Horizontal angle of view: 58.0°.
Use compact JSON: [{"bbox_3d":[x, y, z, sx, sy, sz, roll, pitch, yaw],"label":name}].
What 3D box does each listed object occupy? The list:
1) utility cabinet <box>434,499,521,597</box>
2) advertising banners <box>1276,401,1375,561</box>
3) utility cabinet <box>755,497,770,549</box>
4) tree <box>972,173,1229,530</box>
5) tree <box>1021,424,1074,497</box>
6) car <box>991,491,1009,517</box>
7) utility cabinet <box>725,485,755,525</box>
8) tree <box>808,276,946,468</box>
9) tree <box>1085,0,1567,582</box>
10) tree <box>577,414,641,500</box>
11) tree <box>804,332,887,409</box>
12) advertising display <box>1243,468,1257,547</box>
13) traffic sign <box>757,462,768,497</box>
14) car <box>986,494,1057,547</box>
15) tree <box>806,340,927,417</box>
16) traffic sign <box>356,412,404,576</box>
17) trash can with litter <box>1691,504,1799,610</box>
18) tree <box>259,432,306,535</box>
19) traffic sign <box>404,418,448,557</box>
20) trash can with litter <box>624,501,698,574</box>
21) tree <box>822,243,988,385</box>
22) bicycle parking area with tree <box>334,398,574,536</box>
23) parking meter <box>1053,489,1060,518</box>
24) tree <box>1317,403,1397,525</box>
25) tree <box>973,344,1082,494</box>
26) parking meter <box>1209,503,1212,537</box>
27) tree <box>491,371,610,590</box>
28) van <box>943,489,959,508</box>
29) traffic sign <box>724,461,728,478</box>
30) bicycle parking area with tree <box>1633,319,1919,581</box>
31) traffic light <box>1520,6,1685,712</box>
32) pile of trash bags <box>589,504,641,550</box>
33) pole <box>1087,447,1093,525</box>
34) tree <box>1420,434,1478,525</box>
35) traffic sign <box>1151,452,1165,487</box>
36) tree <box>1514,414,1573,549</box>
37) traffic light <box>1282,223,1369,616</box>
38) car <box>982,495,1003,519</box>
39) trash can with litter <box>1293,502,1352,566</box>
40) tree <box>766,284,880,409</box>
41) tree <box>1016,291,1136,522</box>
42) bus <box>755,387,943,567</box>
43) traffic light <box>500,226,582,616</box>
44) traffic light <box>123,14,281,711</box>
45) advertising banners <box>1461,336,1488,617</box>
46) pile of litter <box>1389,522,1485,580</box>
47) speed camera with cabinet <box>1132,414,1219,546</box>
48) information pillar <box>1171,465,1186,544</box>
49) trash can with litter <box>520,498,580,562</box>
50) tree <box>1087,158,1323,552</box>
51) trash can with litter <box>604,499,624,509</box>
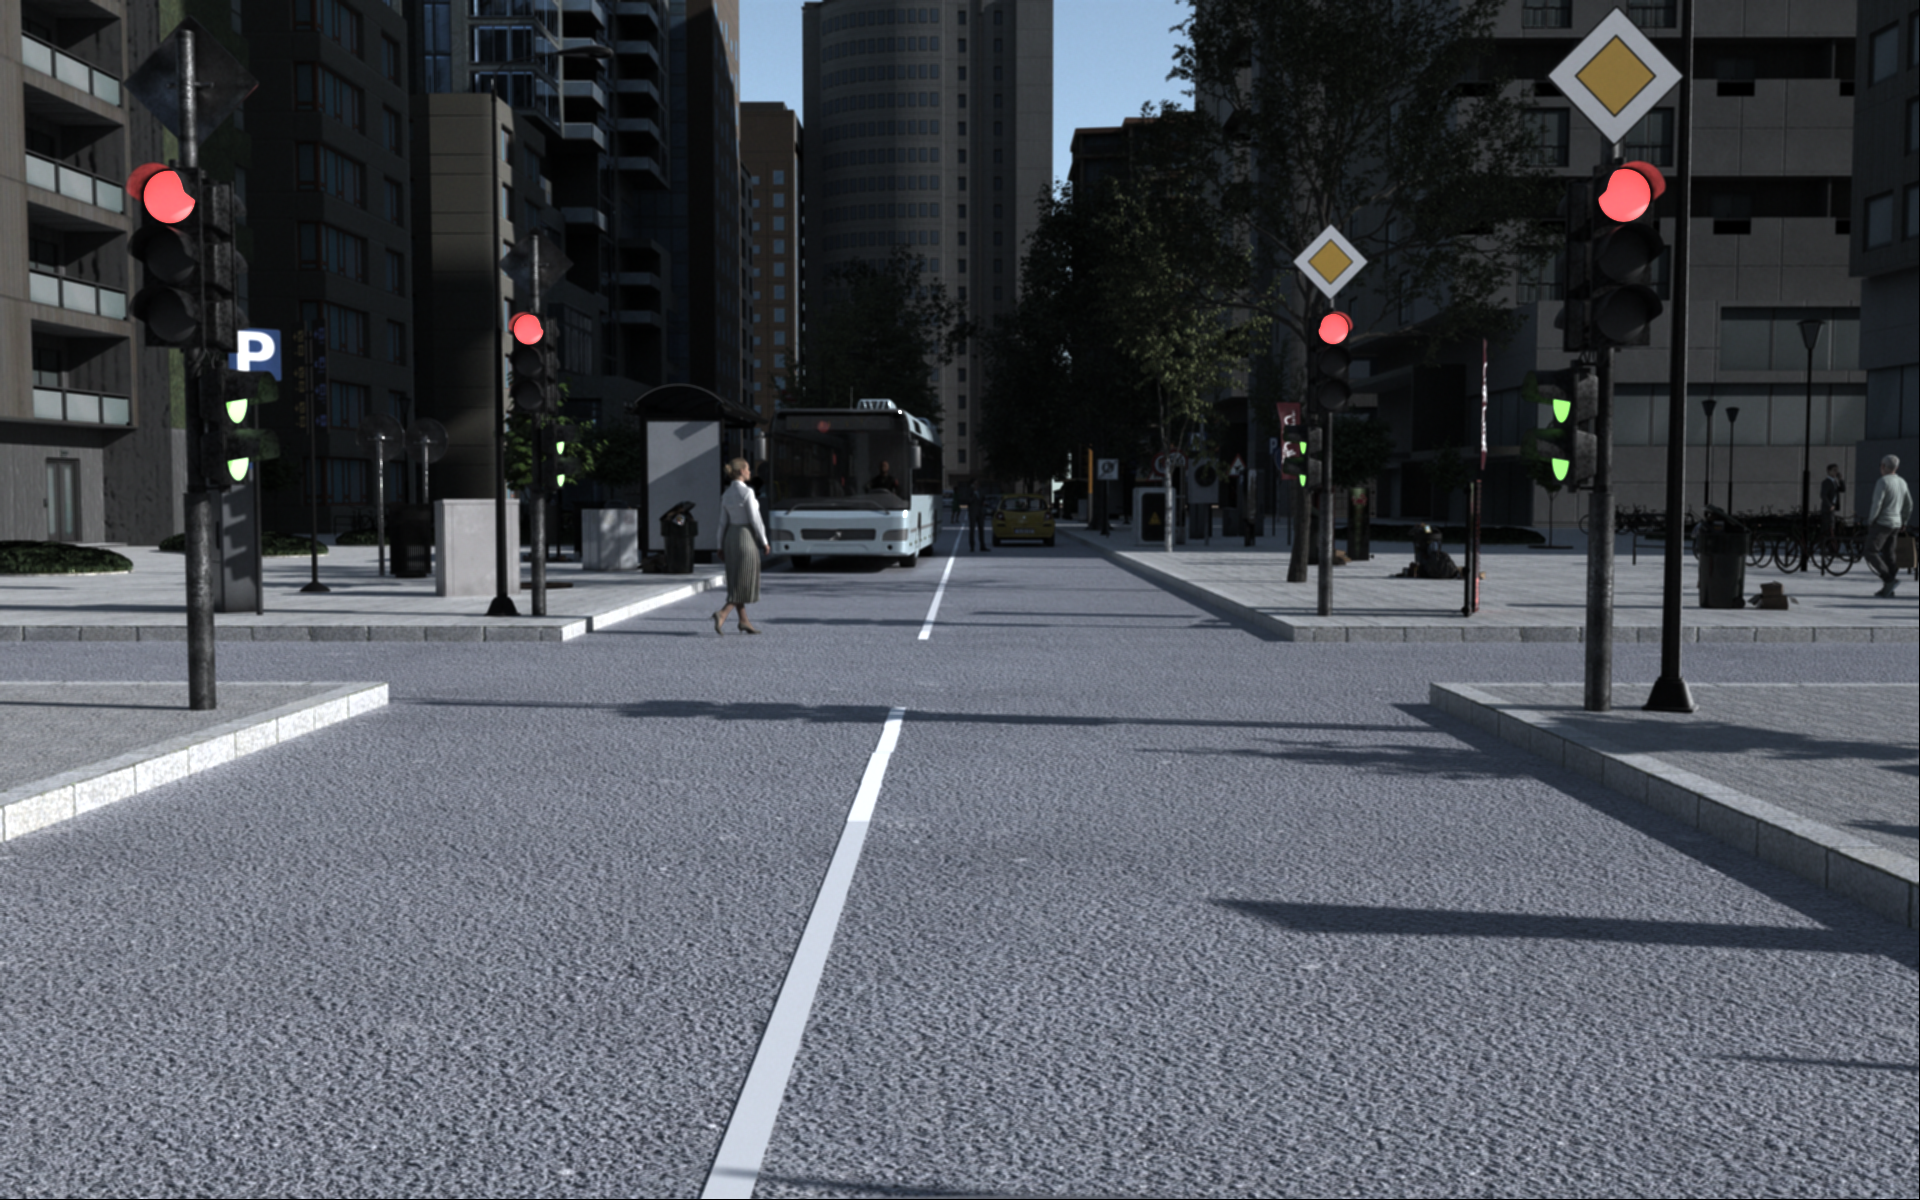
[{"bbox_3d":[-6.115,-0.660,21.956,1.020,1.237,0.306,-3,4,-39],"label":"utility cabinet"},{"bbox_3d":[6.960,-2.253,33.031,2.074,3.025,0.090,-1,4,-15],"label":"advertising banners"},{"bbox_3d":[-4.710,-1.787,40.371,1.020,1.237,0.306,-3,5,-41],"label":"utility cabinet"},{"bbox_3d":[4.859,-8.833,61.434,9.611,12.733,9.660,0,3,0],"label":"tree"},{"bbox_3d":[5.745,-10.278,118.405,4.360,8.622,3.978,0,3,0],"label":"tree"},{"bbox_3d":[2.849,-6.046,107.650,1.959,1.807,4.718,0,4,0],"label":"car"},{"bbox_3d":[-5.865,-2.195,44.567,1.173,1.500,0.318,1,4,21],"label":"utility cabinet"},{"bbox_3d":[-4.618,-10.542,90.488,7.486,12.596,7.792,0,3,0],"label":"tree"},{"bbox_3d":[5.233,-5.529,24.805,7.601,10.594,8.767,1,4,18],"label":"tree"},{"bbox_3d":[-14.222,-5.349,71.164,4.285,4.588,4.351,0,3,0],"label":"tree"},{"bbox_3d":[-5.319,-7.800,77.892,4.360,8.622,3.978,0,3,0],"label":"tree"},{"bbox_3d":[7.136,-2.287,42.602,0.123,1.923,0.974,1,4,23],"label":"advertising display"},{"bbox_3d":[-7.563,-4.142,67.830,0.768,2.556,0.104,0,4,6],"label":"traffic sign"},{"bbox_3d":[1.748,-2.344,48.548,2.015,1.641,3.980,0,4,0],"label":"car"},{"bbox_3d":[-5.325,-10.275,102.412,7.601,10.594,8.767,1,4,19],"label":"tree"},{"bbox_3d":[-9.063,-1.650,27.080,0.768,2.556,0.104,0,4,3],"label":"traffic sign"},{"bbox_3d":[8.808,-0.493,19.447,1.055,1.170,0.624,1,4,13],"label":"trash can with litter"},{"bbox_3d":[-21.353,-3.637,54.062,1.663,3.219,1.824,0,3,0],"label":"tree"},{"bbox_3d":[-8.955,-1.769,29.030,0.768,2.556,0.104,0,4,5],"label":"traffic sign"},{"bbox_3d":[-4.743,-1.010,27.895,1.055,1.170,0.624,2,4,28],"label":"trash can with litter"},{"bbox_3d":[-3.814,-16.689,128.747,12.611,20.169,13.585,0,3,0],"label":"tree"},{"bbox_3d":[-14.748,-4.077,53.662,8.231,4.147,9.016,-2,4,-30],"label":"bicycle parking area with tree"},{"bbox_3d":[5.073,-5.069,91.284,0.372,1.533,0.369,0,3,0],"label":"parking meter"},{"bbox_3d":[14.100,-4.820,62.513,4.285,4.588,4.351,0,3,0],"label":"tree"},{"bbox_3d":[5.996,-14.490,143.559,9.857,13.997,8.962,0,3,0],"label":"tree"},{"bbox_3d":[7.348,-2.650,51.736,0.372,1.533,0.369,0,3,0],"label":"parking meter"},{"bbox_3d":[-5.841,-1.770,23.544,1.663,3.219,1.824,0,3,0],"label":"tree"},{"bbox_3d":[-1.069,-8.586,147.387,2.013,2.044,4.112,0,4,1],"label":"van"},{"bbox_3d":[-8.841,-3.878,63.512,0.768,2.556,0.104,0,4,1],"label":"traffic sign"},{"bbox_3d":[16.484,-2.587,29.299,8.231,4.147,9.016,0,4,-5],"label":"bicycle parking area with tree"},{"bbox_3d":[3.762,-1.299,10.158,0.839,4.253,0.868,0,4,0],"label":"traffic light"},{"bbox_3d":[-7.021,-1.847,39.951,3.447,1.369,1.912,0,4,-8],"label":"pile of trash bags"},{"bbox_3d":[5.316,-4.709,70.829,0.158,3.312,0.155,0,3,0],"label":"pole"},{"bbox_3d":[15.738,-3.727,55.530,1.663,3.219,1.824,0,3,0],"label":"tree"},{"bbox_3d":[6.088,-3.166,51.865,0.768,2.556,0.104,0,4,2],"label":"traffic sign"},{"bbox_3d":[14.110,-2.831,40.884,1.663,3.219,1.824,0,3,0],"label":"tree"},{"bbox_3d":[3.828,-1.787,18.143,0.839,4.253,0.868,0,4,0],"label":"traffic light"},{"bbox_3d":[2.050,-5.359,99.625,2.014,1.417,4.499,0,4,0],"label":"car"},{"bbox_3d":[6.585,-1.225,31.412,1.055,1.170,0.624,2,4,35],"label":"trash can with litter"},{"bbox_3d":[-4.699,-6.763,60.934,4.737,8.622,4.395,0,3,0],"label":"tree"},{"bbox_3d":[6.109,-9.347,78.574,9.928,11.665,9.643,0,3,0],"label":"tree"},{"bbox_3d":[-1.965,-2.561,36.737,2.948,3.499,13.247,0,4,2],"label":"bus"},{"bbox_3d":[-4.433,-1.790,18.195,0.839,4.253,0.868,0,4,0],"label":"traffic light"},{"bbox_3d":[-4.499,-1.302,10.210,0.839,4.253,0.868,0,4,0],"label":"traffic light"},{"bbox_3d":[5.609,-1.383,18.800,0.090,3.025,2.074,1,4,22],"label":"advertising banners"},{"bbox_3d":[7.346,-0.775,26.638,1.176,0.858,1.719,-1,4,-13],"label":"pile of litter"},{"bbox_3d":[5.321,-2.962,42.757,2.038,3.252,0.660,0,4,-4],"label":"speed camera with cabinet"},{"bbox_3d":[5.564,-2.427,44.181,0.304,2.012,0.304,2,4,29],"label":"information pillar"},{"bbox_3d":[-7.908,-1.361,33.308,1.678,1.210,2.233,-3,4,-38],"label":"trash can with litter"},{"bbox_3d":[4.771,-5.355,37.912,4.737,8.622,4.395,0,3,0],"label":"tree"},{"bbox_3d":[-7.299,-1.556,36.820,0.624,1.170,1.055,0,4,-4],"label":"trash can with litter"}]
